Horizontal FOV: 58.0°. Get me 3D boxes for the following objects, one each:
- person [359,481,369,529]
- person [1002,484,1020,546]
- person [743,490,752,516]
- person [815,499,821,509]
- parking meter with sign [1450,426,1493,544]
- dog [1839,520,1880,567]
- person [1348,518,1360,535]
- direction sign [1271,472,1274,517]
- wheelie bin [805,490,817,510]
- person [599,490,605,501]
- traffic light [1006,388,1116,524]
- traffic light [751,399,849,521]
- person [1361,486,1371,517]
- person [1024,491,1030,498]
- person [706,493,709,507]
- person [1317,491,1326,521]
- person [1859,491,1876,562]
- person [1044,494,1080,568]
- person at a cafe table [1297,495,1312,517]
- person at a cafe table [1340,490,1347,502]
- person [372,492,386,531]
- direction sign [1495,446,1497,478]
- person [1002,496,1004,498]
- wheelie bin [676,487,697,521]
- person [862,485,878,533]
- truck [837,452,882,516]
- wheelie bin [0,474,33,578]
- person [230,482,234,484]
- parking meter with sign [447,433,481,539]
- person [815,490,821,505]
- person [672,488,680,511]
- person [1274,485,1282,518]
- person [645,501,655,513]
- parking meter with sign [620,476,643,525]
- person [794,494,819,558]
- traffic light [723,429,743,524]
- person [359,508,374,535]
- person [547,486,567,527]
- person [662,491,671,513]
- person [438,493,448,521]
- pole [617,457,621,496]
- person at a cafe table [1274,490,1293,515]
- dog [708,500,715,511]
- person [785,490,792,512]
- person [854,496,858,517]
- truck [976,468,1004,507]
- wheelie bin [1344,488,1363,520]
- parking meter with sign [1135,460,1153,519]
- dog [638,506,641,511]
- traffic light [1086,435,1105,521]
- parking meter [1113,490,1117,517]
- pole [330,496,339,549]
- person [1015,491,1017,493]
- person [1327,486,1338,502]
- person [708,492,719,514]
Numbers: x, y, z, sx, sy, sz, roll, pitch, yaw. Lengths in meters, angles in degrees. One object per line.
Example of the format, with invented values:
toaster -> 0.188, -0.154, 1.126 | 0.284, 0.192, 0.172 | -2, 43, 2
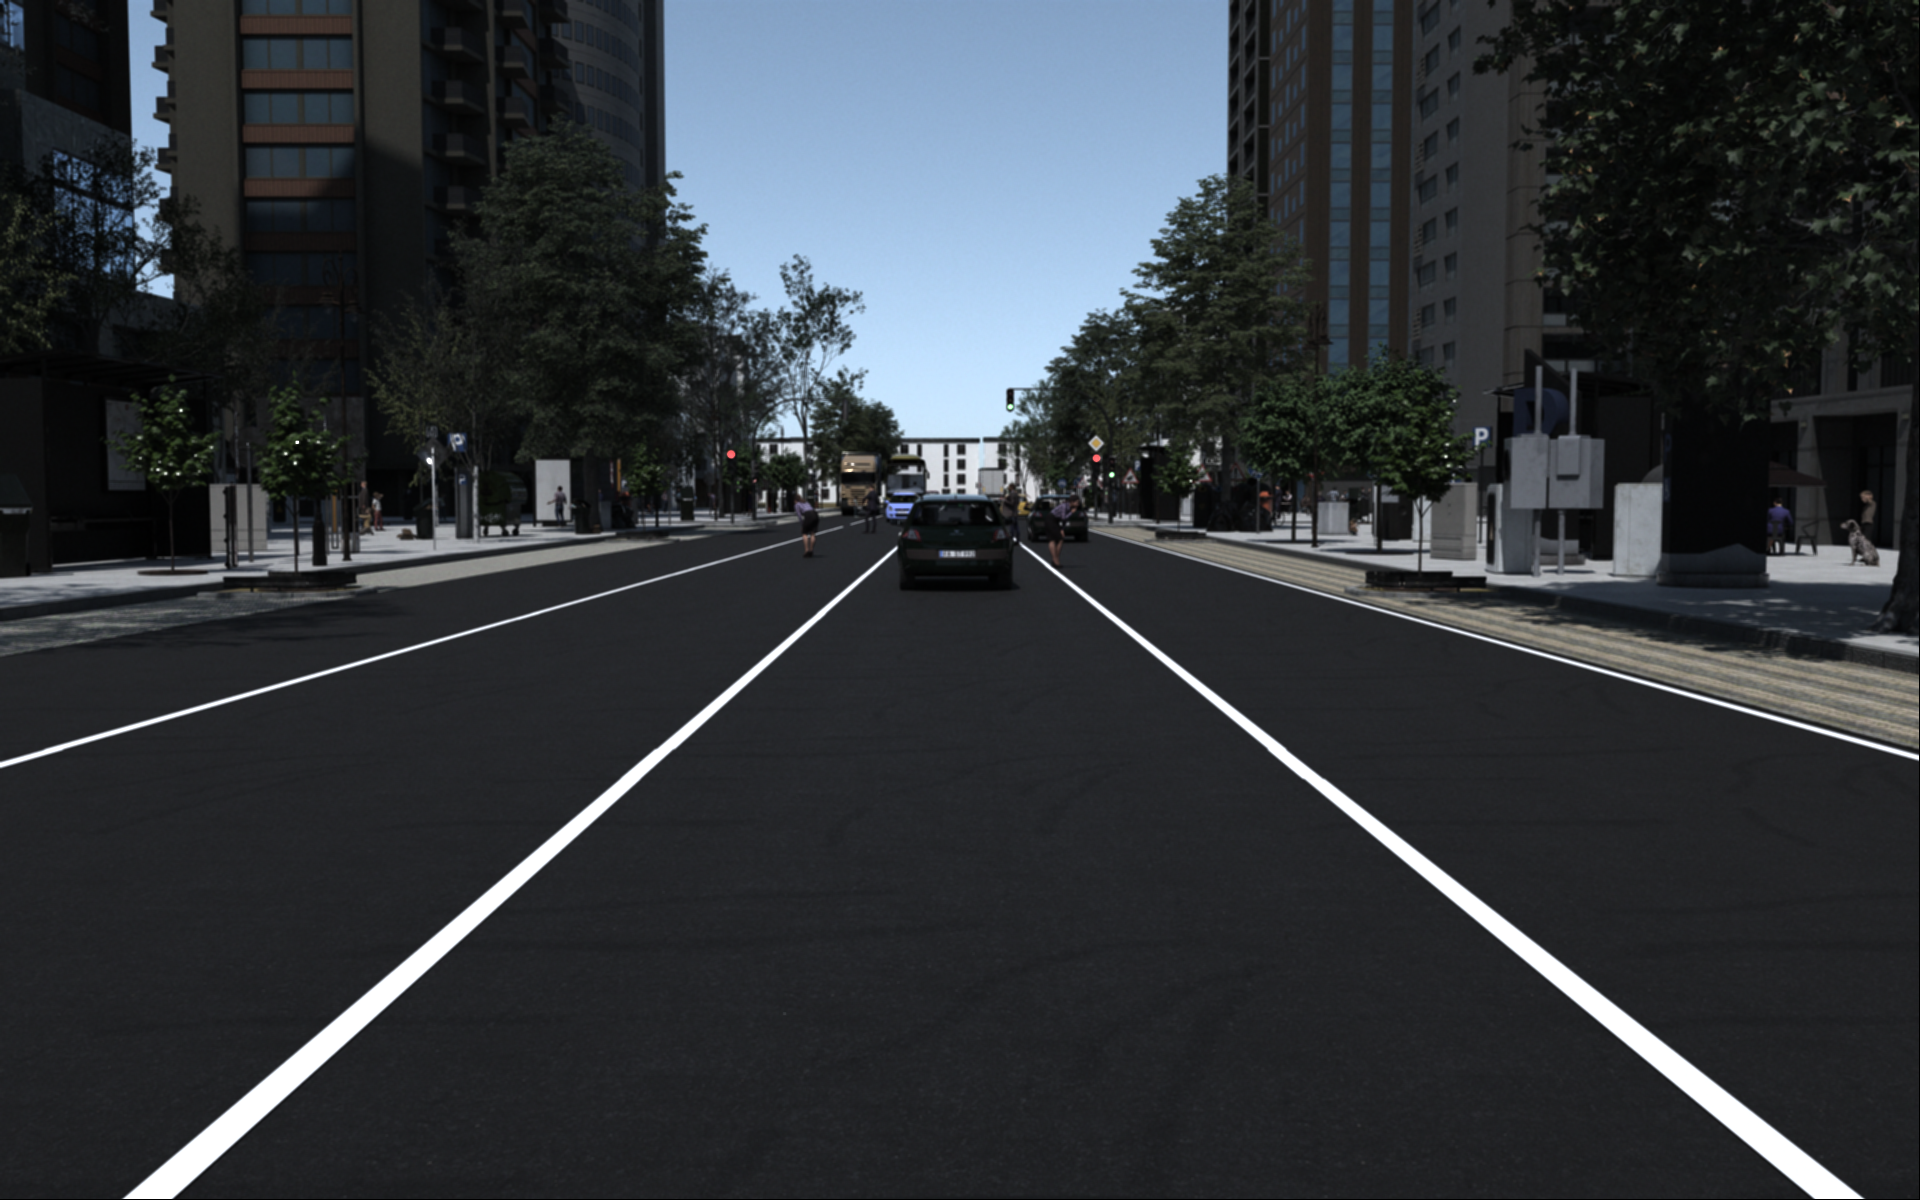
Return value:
person -> -22.073, -3.512, 64.021 | 0.434, 1.755, 0.990 | -1, 4, -17
person -> 1.408, -2.368, 48.040 | 0.431, 1.722, 0.655 | 2, 4, 27
person -> -12.145, -5.577, 99.593 | 0.546, 1.535, 0.453 | -3, 5, -42
person -> -12.618, -8.506, 153.408 | 0.859, 0.850, 0.655 | 3, 5, 41
parking meter with sign -> 12.859, -2.941, 44.339 | 1.738, 3.016, 0.543 | -3, 4, -39
dog -> 16.146, -1.008, 30.852 | 0.513, 0.831, 0.800 | -1, 4, -11
person -> 12.176, -2.261, 53.481 | 0.357, 0.543, 0.381 | 0, 4, 7
direction sign -> 15.512, -5.733, 85.728 | 0.379, 3.537, 0.876 | 1, 4, 21
wheelie bin -> -12.034, -8.039, 139.345 | 0.980, 1.594, 0.693 | 0, 4, -7
person -> -17.321, -4.574, 83.520 | 0.574, 1.496, 0.600 | -1, 4, -21
traffic light -> 4.364, -6.091, 74.261 | 4.771, 5.953, 1.251 | 0, 3, 0
traffic light -> -7.681, -6.589, 82.396 | 4.771, 5.953, 1.251 | 0, 3, 0
person -> 22.999, -5.590, 98.245 | 0.742, 1.727, 0.445 | 2, 4, 35
person -> 6.720, -10.349, 178.412 | 1.217, 1.736, 0.721 | 0, 4, -5
person -> -25.702, -10.436, 177.595 | 0.541, 1.710, 0.530 | 3, 5, 40
person -> 16.458, -4.169, 78.876 | 0.471, 1.553, 0.569 | -3, 5, -40
person -> 17.128, -1.394, 32.741 | 0.340, 1.345, 0.435 | 0, 4, 7
person -> 1.973, -1.327, 33.431 | 0.697, 1.427, 0.421 | 1, 4, 22
person at a cafe table -> 19.606, -5.217, 96.157 | 1.726, 1.238, 1.698 | 0, 4, -1
person at a cafe table -> 24.646, -6.283, 111.237 | 1.698, 1.524, 1.622 | 2, 4, 26
person -> -20.223, -3.079, 60.288 | 0.340, 1.345, 0.435 | 0, 4, 4
direction sign -> 25.721, -5.491, 81.771 | 0.876, 3.537, 0.379 | 2, 4, 23
person -> 5.185, -12.677, 218.998 | 0.991, 1.433, 0.599 | -1, 4, -13
wheelie bin -> -13.119, -4.590, 82.962 | 0.980, 1.594, 0.693 | -1, 4, -18
person -> -3.337, -3.326, 63.330 | 0.568, 1.767, 0.683 | 2, 4, 32
truck -> -6.751, -7.920, 118.408 | 2.839, 4.237, 11.283 | 0, 4, -1
wheelie bin -> -14.766, -1.142, 26.582 | 0.693, 1.594, 0.980 | 1, 4, 20
person -> -26.307, -3.387, 62.222 | 0.742, 1.727, 0.445 | -2, 4, -25
parking meter with sign -> -14.281, -3.289, 50.042 | 0.543, 3.016, 1.738 | 0, 4, -2
person -> -17.086, -12.279, 206.770 | 1.348, 1.831, 0.705 | 3, 5, 43
person -> -20.703, -7.363, 126.961 | 0.617, 1.759, 0.750 | 2, 4, 34
person -> 16.837, -5.237, 92.117 | 0.568, 1.767, 0.683 | 0, 4, 2
person -> -20.686, -6.217, 115.974 | 0.859, 0.850, 0.655 | -1, 4, -23
parking meter with sign -> -13.843, -4.657, 72.402 | 0.543, 3.016, 1.738 | 2, 4, 29
person -> -3.501, -1.677, 39.146 | 0.697, 1.427, 0.421 | 3, 5, 43
traffic light -> -9.765, -5.227, 74.374 | 0.839, 4.253, 0.868 | 0, 3, 0
person -> -18.606, -2.447, 53.983 | 0.695, 0.859, 0.347 | -1, 4, -10
person -> -15.391, -3.582, 66.567 | 0.435, 1.587, 0.963 | 2, 4, 34
person -> -20.230, -6.784, 118.923 | 0.435, 1.587, 0.963 | 2, 4, 24
person -> -24.737, -4.458, 82.846 | 0.340, 1.345, 0.435 | 1, 4, 14
pole -> -16.560, -5.526, 84.198 | 0.158, 3.312, 0.155 | 0, 3, 0
person at a cafe table -> 20.197, -6.098, 108.221 | 1.622, 1.524, 1.698 | -2, 4, -28
dog -> -19.146, -7.331, 134.233 | 0.513, 0.831, 0.800 | -2, 4, -26
person -> -11.942, -6.964, 120.829 | 0.530, 1.710, 0.541 | -3, 5, -43
person -> -6.352, -5.748, 106.394 | 0.340, 1.345, 0.435 | 0, 4, -2
truck -> 3.351, -12.329, 190.486 | 2.839, 4.237, 11.283 | 0, 4, -2
wheelie bin -> 19.491, -4.750, 85.578 | 0.980, 1.594, 0.693 | 1, 4, 10
parking meter with sign -> 9.889, -5.707, 89.572 | 1.738, 3.016, 0.543 | -2, 4, -30
dog -> -24.559, -7.051, 132.111 | 0.406, 0.507, 0.540 | 1, 4, 21
traffic light -> 6.449, -5.717, 82.390 | 0.839, 4.253, 0.868 | 0, 3, 0
parking meter -> 8.556, -5.406, 96.805 | 0.372, 1.533, 0.369 | 0, 3, 0
pole -> -14.620, -2.849, 40.422 | 0.158, 3.312, 0.155 | 0, 3, 0
person -> 5.098, -9.196, 159.405 | 0.434, 1.755, 0.990 | -2, 4, -23
person -> 21.856, -5.776, 101.197 | 0.376, 1.734, 0.841 | -2, 4, -32
person -> -15.723, -6.194, 110.546 | 0.697, 1.427, 0.421 | -1, 4, -15
